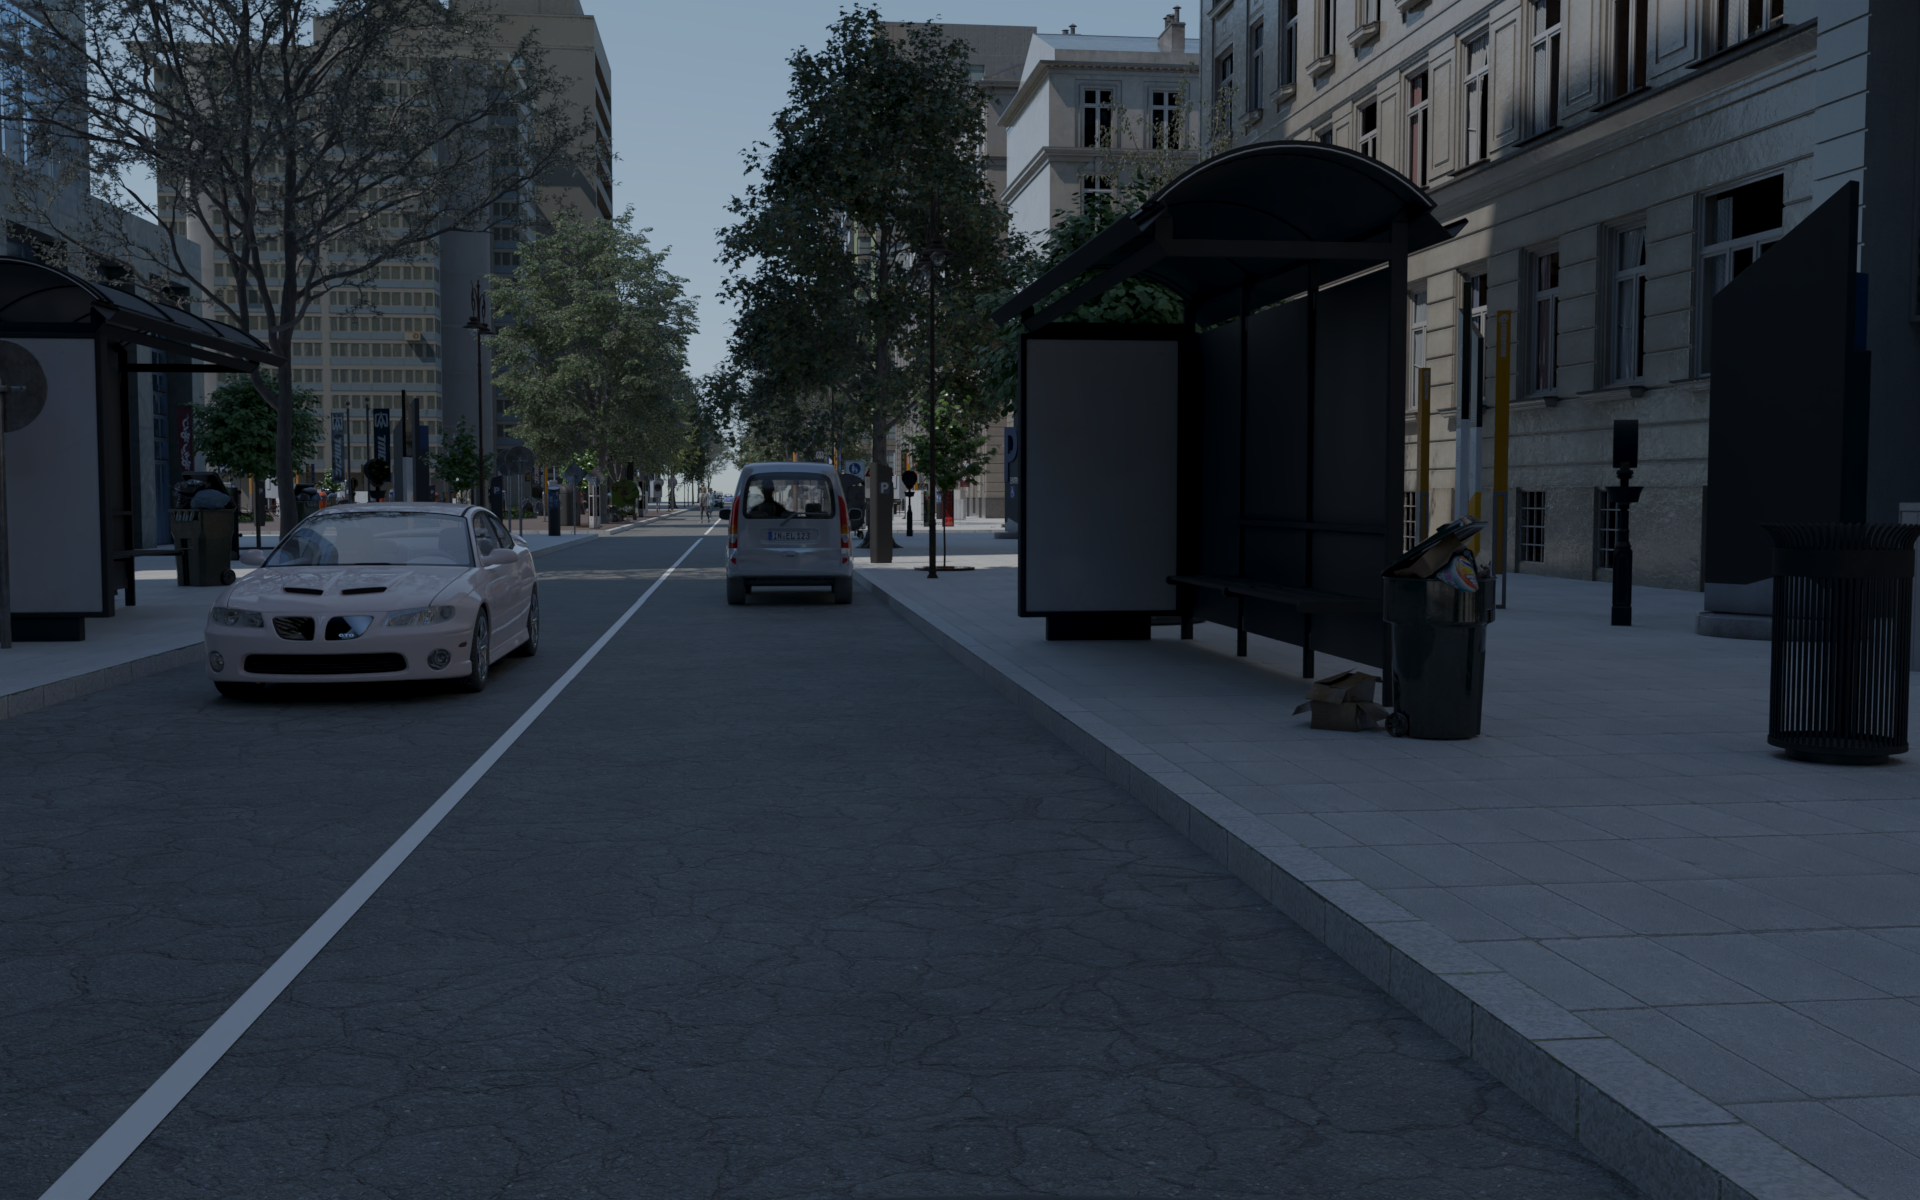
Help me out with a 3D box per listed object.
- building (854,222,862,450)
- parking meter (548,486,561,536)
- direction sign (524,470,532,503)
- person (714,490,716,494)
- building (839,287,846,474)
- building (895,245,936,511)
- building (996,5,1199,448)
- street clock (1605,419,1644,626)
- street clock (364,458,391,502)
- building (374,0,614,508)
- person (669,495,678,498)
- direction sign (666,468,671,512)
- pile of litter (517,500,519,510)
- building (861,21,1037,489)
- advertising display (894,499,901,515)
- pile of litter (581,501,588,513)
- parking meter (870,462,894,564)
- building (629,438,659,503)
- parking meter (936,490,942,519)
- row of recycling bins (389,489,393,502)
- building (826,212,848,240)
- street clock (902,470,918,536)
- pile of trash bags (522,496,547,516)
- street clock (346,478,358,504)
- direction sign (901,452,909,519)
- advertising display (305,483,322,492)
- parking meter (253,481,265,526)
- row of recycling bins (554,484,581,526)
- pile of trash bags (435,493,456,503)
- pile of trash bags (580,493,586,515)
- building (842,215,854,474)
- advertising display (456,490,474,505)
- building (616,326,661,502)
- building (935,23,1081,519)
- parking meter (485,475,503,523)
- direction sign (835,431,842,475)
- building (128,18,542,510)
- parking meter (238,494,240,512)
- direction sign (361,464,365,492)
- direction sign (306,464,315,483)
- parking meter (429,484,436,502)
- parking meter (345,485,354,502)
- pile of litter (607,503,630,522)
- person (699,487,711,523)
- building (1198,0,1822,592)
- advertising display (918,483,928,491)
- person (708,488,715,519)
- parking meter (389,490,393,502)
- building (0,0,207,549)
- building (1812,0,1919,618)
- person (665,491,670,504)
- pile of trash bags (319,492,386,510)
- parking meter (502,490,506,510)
[{"bbox_3d":[-3.383,-29.684,168.921,14.154,41.232,14.086,0,4,-7],"label":"building"},{"bbox_3d":[-12.423,-2.728,53.018,0.372,1.533,0.369,0,3,0],"label":"parking meter"},{"bbox_3d":[-26.573,-7.057,107.385,0.876,3.537,0.379,-2,4,-34],"label":"direction sign"},{"bbox_3d":[-26.276,-10.851,185.916,0.705,1.824,1.348,0,4,4],"label":"person"},{"bbox_3d":[-11.975,-28.515,237.919,14.160,30.474,14.107,0,4,-7],"label":"building"},{"bbox_3d":[2.108,-17.453,127.156,13.314,21.916,24.055,0,4,-7],"label":"building"},{"bbox_3d":[19.901,-16.021,81.026,34.723,24.649,14.460,0,4,-7],"label":"building"},{"bbox_3d":[6.465,-0.752,16.872,0.358,2.002,0.471,1,4,20],"label":"street clock"},{"bbox_3d":[-11.833,-1.874,35.206,0.471,2.002,0.358,-3,5,-40],"label":"street clock"},{"bbox_3d":[-45.361,-33.336,168.745,21.300,48.544,21.600,0,4,-7],"label":"building"},{"bbox_3d":[-35.718,-12.622,215.654,1.217,1.735,0.721,0,4,-2],"label":"person"},{"bbox_3d":[-21.310,-8.234,126.624,0.379,3.537,0.876,-1,4,-9],"label":"direction sign"},{"bbox_3d":[-31.017,-6.678,123.150,1.176,0.858,1.719,-2,4,-28],"label":"pile of litter"},{"bbox_3d":[-1.039,-28.816,154.728,14.154,41.232,14.086,0,4,-7],"label":"building"},{"bbox_3d":[-4.101,-6.268,107.700,0.974,1.923,0.123,-3,4,-38],"label":"advertising display"},{"bbox_3d":[-25.740,-6.330,117.462,1.176,0.858,1.719,-1,4,-22],"label":"pile of litter"},{"bbox_3d":[-1.449,-1.614,32.105,0.399,1.863,0.255,-2,4,-32],"label":"parking meter"},{"bbox_3d":[-60.487,-25.563,262.999,27.650,21.520,28.899,0,4,-7],"label":"building"},{"bbox_3d":[-1.023,-4.873,88.080,0.372,1.533,0.369,0,3,0],"label":"parking meter"},{"bbox_3d":[-39.893,-7.118,123.490,1.069,1.692,3.534,0,4,-4],"label":"row of recycling bins"},{"bbox_3d":[-10.645,-43.870,259.272,21.231,58.520,28.212,0,4,-7],"label":"building"},{"bbox_3d":[-1.525,-2.927,52.422,0.471,2.002,0.358,0,4,4],"label":"street clock"},{"bbox_3d":[-24.369,-5.620,101.634,3.447,1.369,1.912,3,4,38],"label":"pile of trash bags"},{"bbox_3d":[-27.006,-4.429,76.984,0.358,2.002,0.471,3,5,40],"label":"street clock"},{"bbox_3d":[-2.807,-5.914,88.692,0.379,3.537,0.876,2,4,26],"label":"direction sign"},{"bbox_3d":[-36.610,-5.683,98.124,0.974,1.923,0.123,0,4,1],"label":"advertising display"},{"bbox_3d":[-27.917,-3.872,69.019,0.255,1.863,0.399,3,5,40],"label":"parking meter"},{"bbox_3d":[-16.224,-3.898,70.843,1.069,1.692,3.534,-1,4,-20],"label":"row of recycling bins"},{"bbox_3d":[-31.454,-5.852,105.433,1.912,1.369,3.447,0,4,3],"label":"pile of trash bags"},{"bbox_3d":[-23.985,-6.022,108.210,3.447,1.369,1.912,-2,4,-31],"label":"pile of trash bags"},{"bbox_3d":[-1.601,-35.005,191.947,23.786,49.044,30.456,0,4,-7],"label":"building"},{"bbox_3d":[-17.420,-3.409,60.949,0.974,1.923,0.123,3,5,41],"label":"advertising display"},{"bbox_3d":[-56.823,-31.430,285.575,14.160,30.474,14.107,0,4,-7],"label":"building"},{"bbox_3d":[5.425,-18.655,102.268,12.463,27.353,25.104,0,4,-7],"label":"building"},{"bbox_3d":[-14.187,-2.886,52.898,0.399,1.863,0.255,-2,4,-27],"label":"parking meter"},{"bbox_3d":[-4.387,-4.309,62.456,0.379,3.537,0.876,-1,4,-18],"label":"direction sign"},{"bbox_3d":[-48.856,-27.753,145.637,32.217,40.220,23.993,0,4,-7],"label":"building"},{"bbox_3d":[-48.701,-6.624,116.715,0.372,1.533,0.369,0,3,0],"label":"parking meter"},{"bbox_3d":[-45.542,-8.577,132.228,0.379,3.537,0.876,0,4,-1],"label":"direction sign"},{"bbox_3d":[-48.581,-8.413,129.557,0.379,3.537,0.876,1,4,23],"label":"direction sign"},{"bbox_3d":[-30.738,-5.814,100.766,0.399,1.863,0.255,-2,4,-30],"label":"parking meter"},{"bbox_3d":[-32.191,-5.235,91.296,0.399,1.863,0.255,1,4,15],"label":"parking meter"},{"bbox_3d":[-15.772,-4.017,79.650,1.176,0.858,1.719,-1,4,-18],"label":"pile of litter"},{"bbox_3d":[-12.524,-4.688,85.329,0.709,1.800,0.728,2,4,32],"label":"person"},{"bbox_3d":[15.445,-12.284,34.127,16.112,22.955,30.059,0,4,-7],"label":"building"},{"bbox_3d":[-2.315,-6.031,103.819,0.974,1.923,0.123,3,4,36],"label":"advertising display"},{"bbox_3d":[-14.135,-5.477,98.312,0.793,1.790,0.793,-2,4,-27],"label":"person"},{"bbox_3d":[-38.147,-6.606,116.415,0.372,1.533,0.369,0,3,0],"label":"parking meter"},{"bbox_3d":[-33.608,-43.848,29.580,31.000,86.520,22.319,0,4,-7],"label":"building"},{"bbox_3d":[16.248,-13.848,3.913,11.434,29.767,29.804,0,4,-7],"label":"building"},{"bbox_3d":[-36.385,-12.758,217.237,1.348,1.807,0.705,2,4,24],"label":"person"},{"bbox_3d":[-28.278,-4.297,80.010,3.447,1.369,1.912,1,4,12],"label":"pile of trash bags"},{"bbox_3d":[-32.286,-6.969,122.359,0.372,1.533,0.369,0,3,0],"label":"parking meter"}]
